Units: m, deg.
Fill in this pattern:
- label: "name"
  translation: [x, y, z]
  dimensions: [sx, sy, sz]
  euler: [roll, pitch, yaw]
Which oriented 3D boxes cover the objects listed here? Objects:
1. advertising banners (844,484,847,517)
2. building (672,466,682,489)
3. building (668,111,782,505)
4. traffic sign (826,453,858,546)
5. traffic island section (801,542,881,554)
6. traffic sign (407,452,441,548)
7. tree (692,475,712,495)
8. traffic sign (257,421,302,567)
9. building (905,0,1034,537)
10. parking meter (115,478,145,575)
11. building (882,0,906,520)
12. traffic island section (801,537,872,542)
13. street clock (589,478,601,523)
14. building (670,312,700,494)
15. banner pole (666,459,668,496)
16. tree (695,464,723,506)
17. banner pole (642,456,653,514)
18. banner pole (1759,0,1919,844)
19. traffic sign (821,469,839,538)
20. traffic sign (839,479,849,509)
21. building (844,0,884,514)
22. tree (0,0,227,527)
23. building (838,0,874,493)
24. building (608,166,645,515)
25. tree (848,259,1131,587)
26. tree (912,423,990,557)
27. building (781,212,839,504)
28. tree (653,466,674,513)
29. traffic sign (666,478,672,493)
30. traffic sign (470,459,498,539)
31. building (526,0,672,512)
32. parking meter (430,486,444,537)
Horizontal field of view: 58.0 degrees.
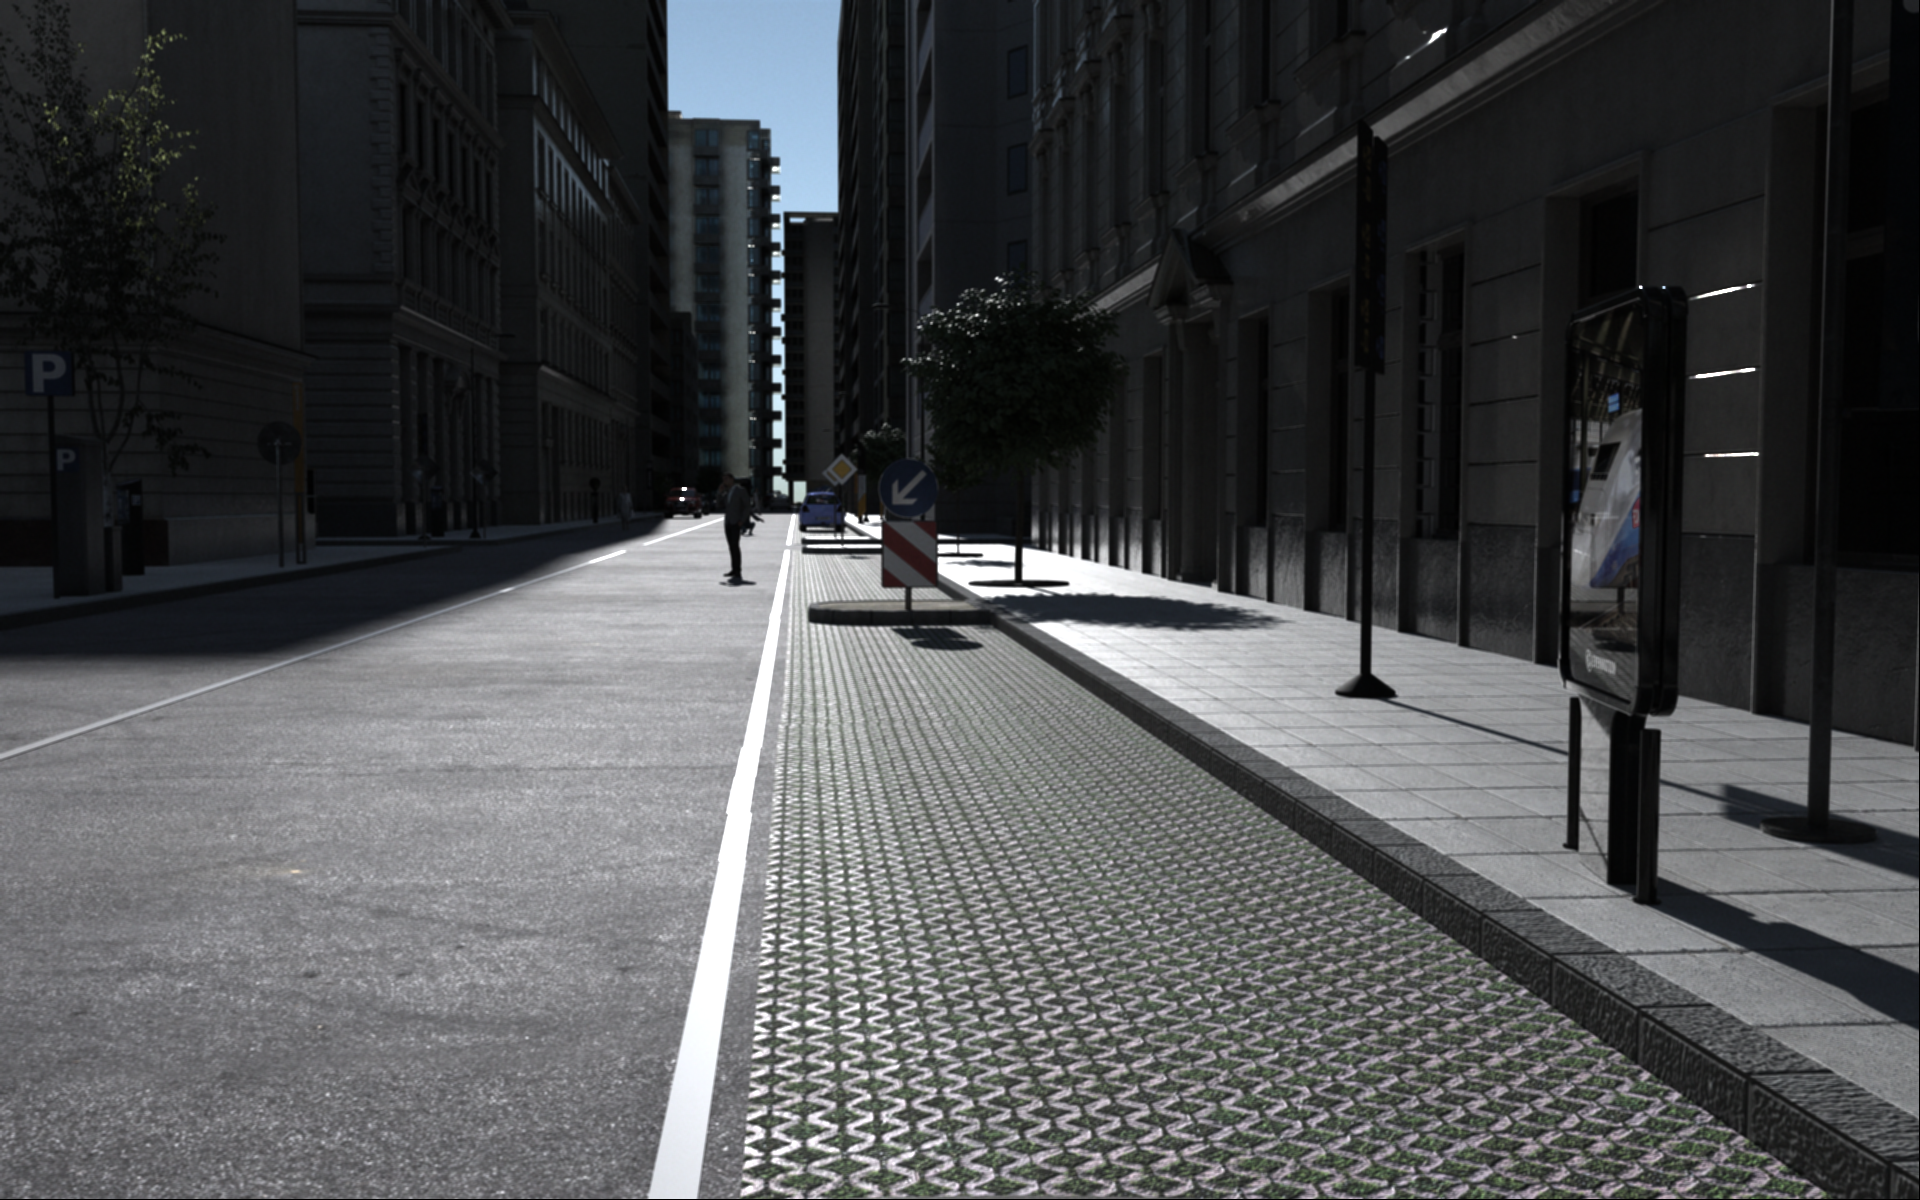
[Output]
- label: "advertising banners"
  translation: [-6.595, -6.304, 99.251]
  dimensions: [0.090, 3.025, 2.074]
  euler: [0, 4, -7]
- label: "building"
  translation: [-35.656, -43.768, 153.857]
  dimensions: [20.563, 71.187, 20.611]
  euler: [0, 4, -5]
- label: "building"
  translation: [-37.932, -36.663, 219.043]
  dimensions: [30.456, 49.044, 23.786]
  euler: [0, 4, -5]
- label: "traffic sign"
  translation: [-2.889, -2.372, 42.418]
  dimensions: [0.795, 2.450, 0.064]
  euler: [0, 4, -5]
- label: "traffic island section"
  translation: [-2.866, -1.236, 42.497]
  dimensions: [2.009, 0.180, 2.903]
  euler: [0, 4, -5]
- label: "traffic sign"
  translation: [-12.842, -2.316, 41.509]
  dimensions: [0.795, 2.450, 0.064]
  euler: [0, 4, -5]
- label: "tree"
  translation: [-26.725, -11.376, 180.592]
  dimensions: [1.663, 3.219, 1.824]
  euler: [0, 3, 0]
- label: "traffic sign"
  translation: [-11.892, -1.846, 30.283]
  dimensions: [0.768, 2.556, 0.104]
  euler: [0, 4, -1]
- label: "building"
  translation: [12.703, -31.671, 59.827]
  dimensions: [28.212, 58.520, 21.231]
  euler: [0, 4, -5]
- label: "parking meter"
  translation: [-13.135, -1.163, 27.421]
  dimensions: [0.372, 1.533, 0.369]
  euler: [0, 3, 0]
- label: "building"
  translation: [2.889, -19.502, 90.559]
  dimensions: [14.160, 30.474, 14.107]
  euler: [0, 4, -5]
- label: "traffic island section"
  translation: [-3.611, -1.723, 50.447]
  dimensions: [2.009, 0.180, 2.903]
  euler: [0, 4, -5]
- label: "street clock"
  translation: [-16.074, -4.387, 76.291]
  dimensions: [0.471, 2.002, 0.358]
  euler: [-1, 4, -16]
- label: "building"
  translation: [-43.013, -20.705, 183.566]
  dimensions: [28.899, 21.520, 27.650]
  euler: [0, 4, -5]
- label: "banner pole"
  translation: [-20.739, -8.112, 122.640]
  dimensions: [0.401, 3.779, 0.863]
  euler: [0, 4, -5]
- label: "tree"
  translation: [-27.047, -12.465, 187.519]
  dimensions: [4.285, 4.588, 4.351]
  euler: [0, 3, 0]
- label: "banner pole"
  translation: [-20.523, -7.569, 113.767]
  dimensions: [0.863, 3.779, 0.401]
  euler: [1, 4, 17]
- label: "banner pole"
  translation: [3.410, -0.994, 6.272]
  dimensions: [0.863, 3.779, 0.401]
  euler: [3, 5, 42]
- label: "traffic sign"
  translation: [-3.634, -2.858, 50.368]
  dimensions: [0.795, 2.450, 0.064]
  euler: [0, 4, -5]
- label: "traffic sign"
  translation: [-7.281, -6.578, 107.660]
  dimensions: [0.768, 2.556, 0.104]
  euler: [0, 4, 3]
- label: "building"
  translation: [2.669, -41.374, 114.718]
  dimensions: [20.563, 71.187, 20.611]
  euler: [0, 4, -5]
- label: "tree"
  translation: [-12.581, -4.580, 25.242]
  dimensions: [4.360, 8.622, 3.978]
  euler: [0, 3, 0]
- label: "building"
  translation: [-0.317, -32.814, 160.205]
  dimensions: [21.300, 48.544, 21.600]
  euler: [0, 4, -5]
- label: "building"
  translation: [-26.265, -17.160, 109.441]
  dimensions: [11.050, 23.489, 19.941]
  euler: [0, 4, -5]
- label: "tree"
  translation: [0.762, -2.487, 24.375]
  dimensions: [4.285, 4.588, 4.351]
  euler: [0, 3, 0]
- label: "tree"
  translation: [-0.169, -2.506, 35.582]
  dimensions: [1.663, 3.219, 1.824]
  euler: [0, 3, 0]
- label: "building"
  translation: [-11.137, -32.623, 225.260]
  dimensions: [23.993, 40.220, 32.217]
  euler: [0, 4, -5]
- label: "tree"
  translation: [-20.355, -7.580, 118.532]
  dimensions: [1.663, 3.219, 1.824]
  euler: [0, 3, 0]
- label: "traffic sign"
  translation: [-20.288, -7.260, 119.891]
  dimensions: [0.795, 2.450, 0.064]
  euler: [0, 4, -5]
- label: "traffic sign"
  translation: [-13.587, -2.802, 49.460]
  dimensions: [0.795, 2.450, 0.064]
  euler: [0, 4, -5]
- label: "building"
  translation: [-33.971, -31.182, 133.524]
  dimensions: [21.300, 48.544, 21.600]
  euler: [0, 4, -5]
- label: "parking meter"
  translation: [-15.633, -2.654, 51.803]
  dimensions: [0.372, 1.533, 0.369]
  euler: [0, 3, 0]
